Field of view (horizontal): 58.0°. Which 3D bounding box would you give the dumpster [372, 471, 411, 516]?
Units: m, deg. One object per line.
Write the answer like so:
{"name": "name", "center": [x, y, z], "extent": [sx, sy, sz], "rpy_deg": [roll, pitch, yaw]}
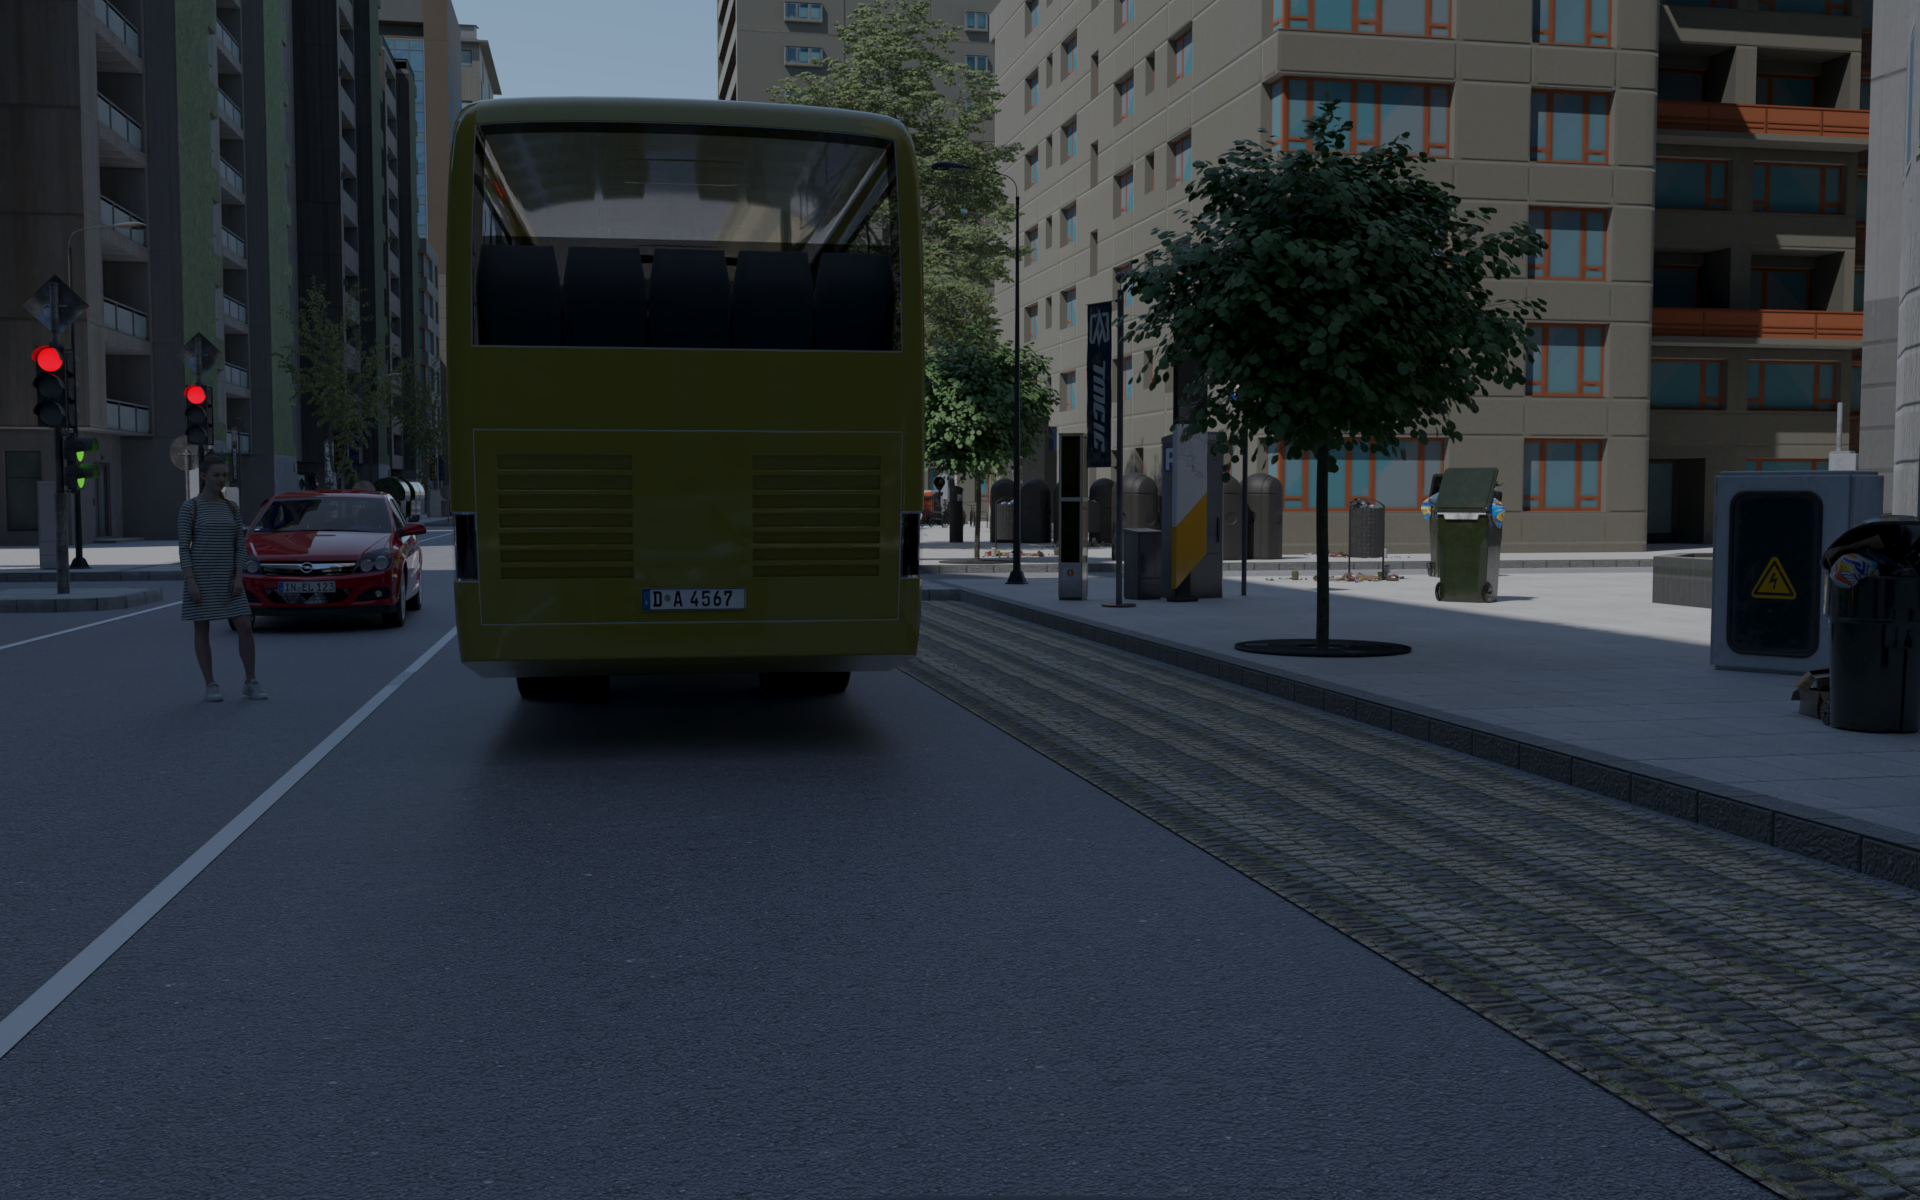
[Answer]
{"name": "dumpster", "center": [-24.003, -4.304, 72.856], "extent": [1.502, 2.255, 1.985], "rpy_deg": [-1, 4, -11]}

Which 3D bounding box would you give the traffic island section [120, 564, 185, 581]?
{"name": "traffic island section", "center": [-13.179, -0.482, 30.159], "extent": [2.009, 0.180, 2.903], "rpy_deg": [-1, 4, -12]}

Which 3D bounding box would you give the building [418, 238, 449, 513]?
{"name": "building", "center": [-52.396, -17.339, 128.531], "extent": [27.650, 21.520, 28.899], "rpy_deg": [-1, 4, -12]}

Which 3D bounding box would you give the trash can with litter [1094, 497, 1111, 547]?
{"name": "trash can with litter", "center": [2.853, -1.911, 42.294], "extent": [2.233, 1.210, 1.678], "rpy_deg": [-3, 4, -38]}

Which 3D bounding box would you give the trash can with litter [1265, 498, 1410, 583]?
{"name": "trash can with litter", "center": [5.649, -0.904, 25.830], "extent": [2.233, 1.210, 1.678], "rpy_deg": [0, 4, 1]}

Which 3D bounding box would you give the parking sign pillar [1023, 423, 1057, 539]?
{"name": "parking sign pillar", "center": [2.299, -3.766, 50.039], "extent": [1.447, 3.967, 1.447], "rpy_deg": [-2, 4, -27]}

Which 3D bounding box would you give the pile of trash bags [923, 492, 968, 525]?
{"name": "pile of trash bags", "center": [-0.884, -3.913, 73.728], "extent": [1.912, 1.369, 3.447], "rpy_deg": [1, 4, 16]}

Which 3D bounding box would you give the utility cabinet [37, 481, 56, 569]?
{"name": "utility cabinet", "center": [-15.640, -1.297, 29.882], "extent": [0.318, 1.500, 1.173], "rpy_deg": [-1, 4, -21]}

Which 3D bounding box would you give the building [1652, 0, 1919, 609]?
{"name": "building", "center": [19.804, -28.612, 9.813], "extent": [21.231, 58.520, 28.212], "rpy_deg": [-1, 4, -12]}

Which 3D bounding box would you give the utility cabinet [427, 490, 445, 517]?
{"name": "utility cabinet", "center": [-28.487, -5.242, 94.392], "extent": [0.318, 1.500, 1.173], "rpy_deg": [3, 4, 37]}

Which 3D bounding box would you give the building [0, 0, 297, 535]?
{"name": "building", "center": [-33.926, -23.327, 64.994], "extent": [14.154, 41.232, 14.086], "rpy_deg": [-1, 4, -12]}

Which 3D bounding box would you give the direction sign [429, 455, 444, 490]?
{"name": "direction sign", "center": [-30.568, -6.682, 101.251], "extent": [0.876, 3.537, 0.379], "rpy_deg": [1, 4, 9]}

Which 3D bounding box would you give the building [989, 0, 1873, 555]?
{"name": "building", "center": [17.983, -12.673, 52.240], "extent": [28.899, 21.520, 27.650], "rpy_deg": [-1, 4, -12]}

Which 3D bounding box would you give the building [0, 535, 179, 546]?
{"name": "building", "center": [-27.915, -22.026, 43.719], "extent": [14.154, 41.232, 14.086], "rpy_deg": [-1, 4, -12]}

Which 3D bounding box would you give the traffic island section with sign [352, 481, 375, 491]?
{"name": "traffic island section with sign", "center": [-17.327, -2.553, 50.363], "extent": [1.989, 1.847, 2.006], "rpy_deg": [-1, 4, -12]}

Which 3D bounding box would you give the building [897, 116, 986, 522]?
{"name": "building", "center": [4.672, -15.339, 95.832], "extent": [27.650, 21.520, 28.899], "rpy_deg": [-1, 4, -12]}

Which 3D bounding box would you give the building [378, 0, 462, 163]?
{"name": "building", "center": [-50.653, -30.581, 150.112], "extent": [14.600, 45.320, 14.200], "rpy_deg": [-1, 4, -12]}

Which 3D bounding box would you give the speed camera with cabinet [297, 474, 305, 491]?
{"name": "speed camera with cabinet", "center": [-30.572, -5.177, 78.977], "extent": [0.660, 3.252, 2.038], "rpy_deg": [0, 4, 3]}

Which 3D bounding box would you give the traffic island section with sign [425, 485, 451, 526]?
{"name": "traffic island section with sign", "center": [-22.906, -4.221, 77.645], "extent": [1.989, 1.847, 2.006], "rpy_deg": [-1, 4, -12]}

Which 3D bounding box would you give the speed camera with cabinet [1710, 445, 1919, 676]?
{"name": "speed camera with cabinet", "center": [6.365, -1.082, 12.019], "extent": [0.660, 3.252, 2.038], "rpy_deg": [-3, 5, -43]}

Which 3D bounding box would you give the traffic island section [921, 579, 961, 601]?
{"name": "traffic island section", "center": [-1.250, -0.132, 24.434], "extent": [2.009, 0.180, 2.903], "rpy_deg": [-1, 4, -12]}

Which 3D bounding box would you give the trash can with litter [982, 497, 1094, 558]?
{"name": "trash can with litter", "center": [1.393, -1.516, 35.839], "extent": [2.233, 1.210, 1.678], "rpy_deg": [-1, 4, -14]}

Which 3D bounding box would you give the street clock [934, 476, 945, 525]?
{"name": "street clock", "center": [-0.842, -4.073, 71.168], "extent": [0.471, 2.002, 0.358], "rpy_deg": [0, 4, 3]}

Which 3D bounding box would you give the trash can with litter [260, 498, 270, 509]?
{"name": "trash can with litter", "center": [-20.369, -2.413, 50.844], "extent": [0.624, 1.170, 1.055], "rpy_deg": [-3, 5, -43]}

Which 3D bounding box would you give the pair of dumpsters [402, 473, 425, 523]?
{"name": "pair of dumpsters", "center": [-25.066, -4.610, 77.864], "extent": [1.574, 2.255, 4.437], "rpy_deg": [-1, 4, -12]}

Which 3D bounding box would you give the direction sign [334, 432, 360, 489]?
{"name": "direction sign", "center": [-22.411, -4.363, 63.333], "extent": [0.876, 3.537, 0.379], "rpy_deg": [-1, 4, -8]}

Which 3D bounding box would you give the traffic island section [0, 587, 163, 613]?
{"name": "traffic island section", "center": [-11.580, -0.003, 22.335], "extent": [2.009, 0.180, 2.903], "rpy_deg": [-1, 4, -12]}

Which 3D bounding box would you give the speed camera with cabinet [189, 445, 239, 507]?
{"name": "speed camera with cabinet", "center": [-18.043, -2.905, 41.836], "extent": [0.660, 3.252, 2.038], "rpy_deg": [0, 4, -5]}

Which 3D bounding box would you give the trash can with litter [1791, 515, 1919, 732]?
{"name": "trash can with litter", "center": [4.960, 0.106, 9.661], "extent": [0.624, 1.170, 1.055], "rpy_deg": [0, 4, 2]}

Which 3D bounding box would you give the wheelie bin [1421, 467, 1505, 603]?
{"name": "wheelie bin", "center": [6.067, -0.782, 20.686], "extent": [0.980, 1.594, 0.693], "rpy_deg": [3, 4, 36]}

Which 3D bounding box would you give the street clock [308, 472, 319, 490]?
{"name": "street clock", "center": [-20.875, -3.145, 55.997], "extent": [0.358, 2.002, 0.471], "rpy_deg": [0, 4, -5]}

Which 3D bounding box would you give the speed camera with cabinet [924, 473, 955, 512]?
{"name": "speed camera with cabinet", "center": [-0.961, -5.043, 76.796], "extent": [0.660, 3.252, 2.038], "rpy_deg": [2, 4, 32]}
